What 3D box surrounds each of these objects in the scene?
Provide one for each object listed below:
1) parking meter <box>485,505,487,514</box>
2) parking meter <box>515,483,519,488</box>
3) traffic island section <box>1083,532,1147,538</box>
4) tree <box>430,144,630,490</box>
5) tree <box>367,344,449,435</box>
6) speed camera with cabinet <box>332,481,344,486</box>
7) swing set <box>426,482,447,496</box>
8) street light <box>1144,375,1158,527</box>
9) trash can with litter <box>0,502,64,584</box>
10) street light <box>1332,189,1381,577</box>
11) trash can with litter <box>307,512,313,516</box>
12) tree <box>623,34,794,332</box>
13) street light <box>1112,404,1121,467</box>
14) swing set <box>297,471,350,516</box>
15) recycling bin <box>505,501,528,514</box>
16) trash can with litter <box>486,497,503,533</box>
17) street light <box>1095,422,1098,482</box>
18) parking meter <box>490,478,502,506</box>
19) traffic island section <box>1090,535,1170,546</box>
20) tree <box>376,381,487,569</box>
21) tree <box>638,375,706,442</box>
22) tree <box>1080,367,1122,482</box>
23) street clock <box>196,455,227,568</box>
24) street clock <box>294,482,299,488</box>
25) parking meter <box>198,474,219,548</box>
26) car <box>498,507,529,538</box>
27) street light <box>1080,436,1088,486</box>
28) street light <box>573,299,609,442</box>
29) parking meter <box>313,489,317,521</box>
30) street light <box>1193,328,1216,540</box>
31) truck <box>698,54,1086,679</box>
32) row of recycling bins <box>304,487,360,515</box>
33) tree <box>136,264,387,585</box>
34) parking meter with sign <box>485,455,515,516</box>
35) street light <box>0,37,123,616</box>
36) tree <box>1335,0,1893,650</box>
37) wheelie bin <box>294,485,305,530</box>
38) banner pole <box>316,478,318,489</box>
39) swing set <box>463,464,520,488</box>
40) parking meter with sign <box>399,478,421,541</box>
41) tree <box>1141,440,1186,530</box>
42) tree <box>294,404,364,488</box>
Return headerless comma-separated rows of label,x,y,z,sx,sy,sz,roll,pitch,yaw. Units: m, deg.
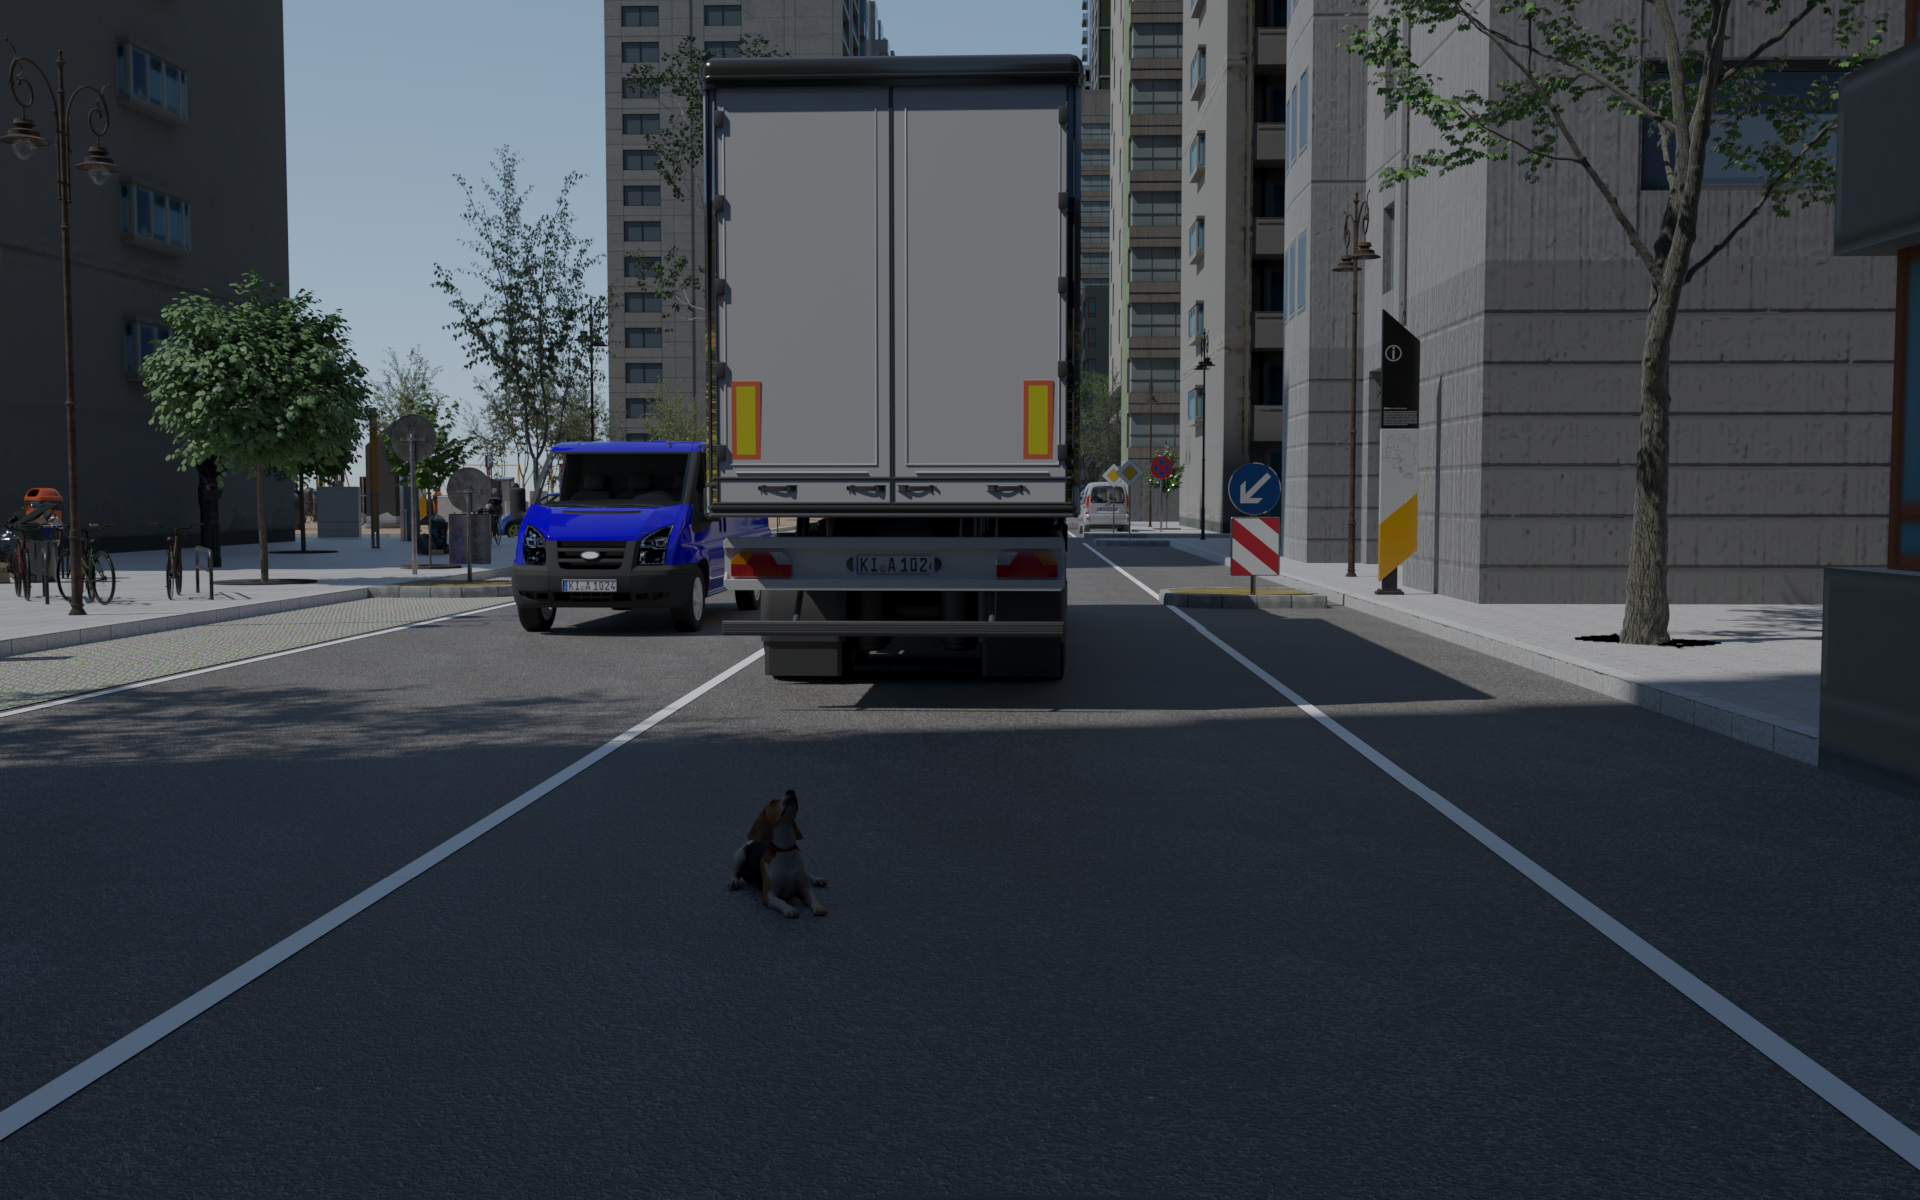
parking meter,-27.684,-5.701,101.622,0.372,1.533,0.369,0,3,0
parking meter,-22.681,-5.060,88.447,0.255,1.863,0.399,1,4,8
traffic island section,5.075,-2.122,56.979,2.009,0.180,2.903,0,4,2
tree,-8.994,-5.277,36.643,4.360,8.622,3.978,0,3,0
tree,-27.026,-8.182,84.131,4.737,8.622,4.395,0,3,0
speed camera with cabinet,-41.835,-7.575,118.192,2.038,3.252,0.660,1,4,11
swing set,-34.394,-7.294,116.881,2.862,2.851,3.119,1,4,16
street light,7.397,-5.774,67.199,0.468,5.910,1.993,0,4,2
trash can with litter,-13.533,-0.830,24.950,1.055,1.170,0.624,-3,4,-37
street light,6.070,-3.297,26.690,0.468,5.910,1.993,0,4,2
trash can with litter,-37.132,-5.406,99.773,1.055,1.170,0.624,1,4,8
tree,-7.391,-13.081,69.770,12.611,20.169,13.585,0,3,0
street light,8.051,-7.088,88.669,0.468,5.910,1.993,0,4,2
swing set,-24.580,-4.142,65.347,3.119,2.851,2.862,1,4,13
recycling bin,-15.806,-3.011,61.779,0.722,1.027,0.722,0,4,-5
trash can with litter,-15.488,-2.804,57.227,0.624,1.170,1.055,-2,4,-31
street light,8.685,-8.411,110.312,0.468,5.910,1.993,0,4,2
parking meter,-17.059,-3.547,63.709,0.399,1.863,0.255,0,4,7
traffic island section,4.817,-1.634,48.998,2.009,0.180,2.903,0,4,2
tree,-9.290,-2.159,29.907,1.663,3.219,1.824,0,3,0
tree,-17.943,-9.658,108.273,4.737,8.622,4.395,0,3,0
tree,8.308,-9.120,99.480,4.360,8.622,3.978,0,3,0
street clock,-13.033,-1.569,30.230,0.471,2.002,0.358,-1,4,-9
street clock,-39.299,-5.976,102.279,0.358,2.002,0.471,3,4,38
parking meter,-17.476,-2.114,40.273,0.399,1.863,0.255,-3,4,-37
car,-12.231,-2.646,52.854,3.694,1.707,1.945,0,4,3
street light,9.520,-9.711,131.556,0.468,5.910,1.993,0,4,2
street light,-8.631,-4.152,40.671,0.468,5.910,1.993,0,4,2
parking meter,-30.121,-4.450,81.173,0.372,1.533,0.369,0,3,0
street light,6.821,-4.628,48.455,0.468,5.910,1.993,0,4,2
truck,-0.169,-1.700,16.716,2.839,4.237,11.283,0,4,3
row of recycling bins,-37.954,-5.982,104.917,3.534,1.692,1.069,-2,4,-30
tree,-10.069,-2.522,24.953,4.285,4.588,4.351,0,3,0
parking meter with sign,-20.376,-4.982,77.709,1.738,3.016,0.543,1,4,15
street light,-9.356,-2.777,18.186,0.468,5.910,1.993,0,4,2
tree,6.015,-5.423,14.427,9.928,11.665,9.643,0,3,0
wheelie bin,-23.749,-3.287,61.653,0.693,1.594,0.980,-3,5,-41
banner pole,-46.990,-8.403,127.410,0.863,3.779,0.401,0,4,4
swing set,-24.688,-5.755,91.716,3.119,2.851,2.862,-1,4,-9
parking meter with sign,-15.202,-3.148,47.724,0.543,3.016,1.738,-2,4,-27
tree,7.327,-4.149,62.442,1.663,3.219,1.824,0,3,0
tree,-27.909,-7.367,70.815,4.737,8.622,4.395,0,3,0
